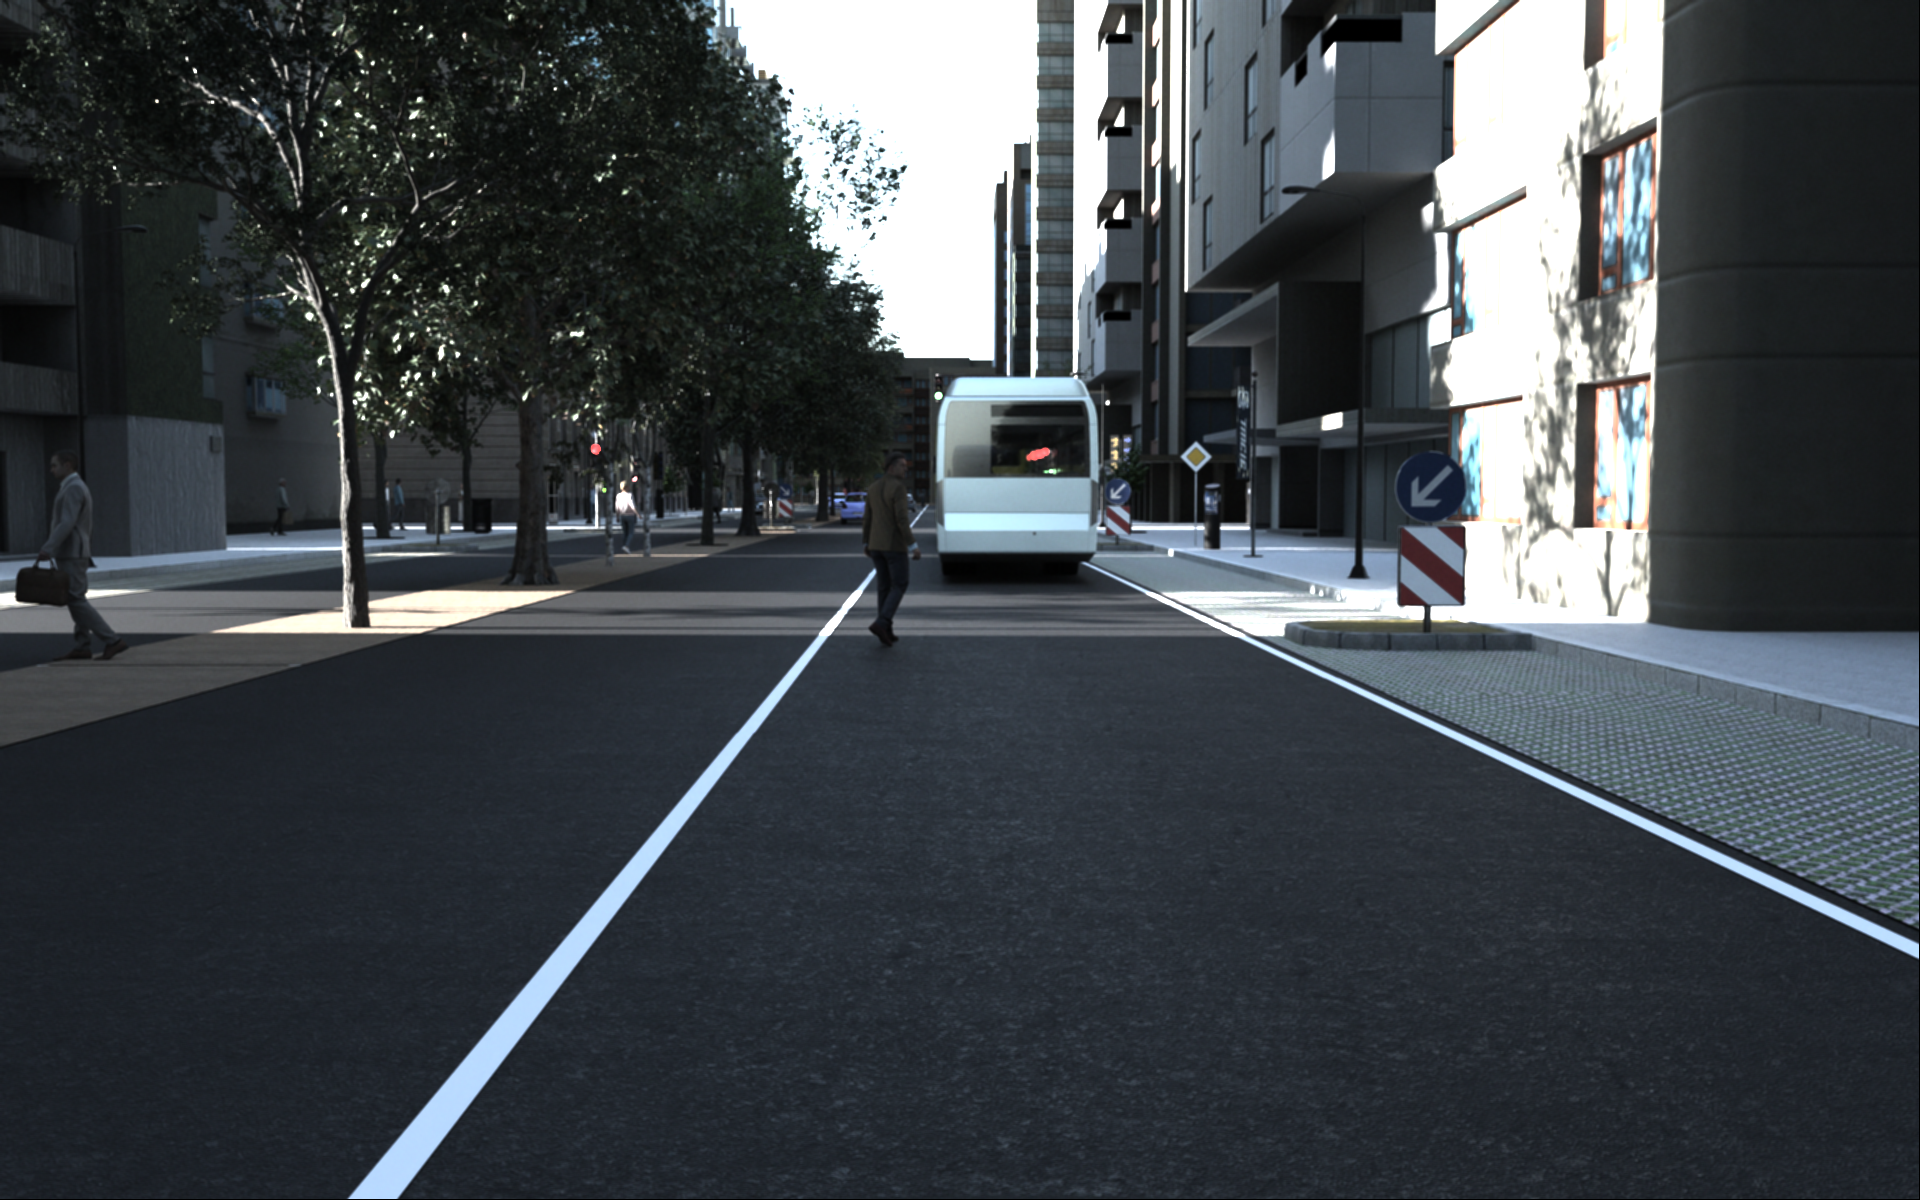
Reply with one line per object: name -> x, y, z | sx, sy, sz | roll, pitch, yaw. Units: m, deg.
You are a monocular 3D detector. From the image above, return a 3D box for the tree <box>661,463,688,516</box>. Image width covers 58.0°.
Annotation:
tree -> -16.774, -6.444, 99.960 | 1.663, 3.219, 1.824 | 0, 3, 0

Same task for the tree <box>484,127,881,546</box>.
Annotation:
tree -> -6.872, -7.289, 47.388 | 9.928, 11.665, 9.643 | 0, 3, 0

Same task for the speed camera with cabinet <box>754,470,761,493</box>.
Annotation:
speed camera with cabinet -> -16.541, -9.043, 142.187 | 0.660, 3.252, 2.038 | 0, 4, 3

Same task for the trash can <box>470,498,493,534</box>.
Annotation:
trash can -> -15.584, -2.740, 56.447 | 0.748, 1.137, 0.748 | 0, 3, 0

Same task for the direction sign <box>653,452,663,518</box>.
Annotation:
direction sign -> -16.209, -6.180, 93.044 | 0.379, 3.537, 0.876 | -3, 5, -43

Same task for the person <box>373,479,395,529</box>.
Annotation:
person -> -21.249, -3.526, 63.802 | 0.850, 1.850, 0.679 | 1, 4, 12

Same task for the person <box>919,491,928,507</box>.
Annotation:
person -> -4.173, -11.483, 196.322 | 1.350, 1.814, 0.705 | -3, 5, -44

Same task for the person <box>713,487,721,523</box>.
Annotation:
person -> -12.245, -4.701, 85.763 | 0.834, 1.777, 0.661 | 1, 4, 13

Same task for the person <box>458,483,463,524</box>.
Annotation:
person -> -21.078, -4.093, 73.512 | 0.519, 1.759, 0.362 | 0, 4, -2

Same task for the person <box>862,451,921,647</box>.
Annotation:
person -> -0.660, -0.495, 16.511 | 0.656, 1.842, 0.836 | 1, 4, 16

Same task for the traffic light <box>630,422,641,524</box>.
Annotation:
traffic light -> -11.783, -6.071, 73.924 | 4.771, 5.953, 1.251 | 0, 4, -1

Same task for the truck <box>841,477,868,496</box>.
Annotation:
truck -> -11.671, -12.532, 193.808 | 2.839, 4.237, 11.283 | 0, 4, -1

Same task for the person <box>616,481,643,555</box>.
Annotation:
person -> -7.824, -1.936, 40.819 | 0.731, 1.740, 0.598 | 1, 4, 10

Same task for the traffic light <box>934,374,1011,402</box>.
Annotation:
traffic light -> 1.404, -5.583, 65.956 | 4.771, 5.953, 1.251 | 0, 4, -1

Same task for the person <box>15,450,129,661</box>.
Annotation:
person -> -7.629, -0.382, 14.865 | 0.853, 1.813, 0.709 | -2, 4, -26

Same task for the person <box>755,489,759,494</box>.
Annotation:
person -> -14.336, -6.990, 122.975 | 0.728, 1.800, 0.709 | 2, 4, 33

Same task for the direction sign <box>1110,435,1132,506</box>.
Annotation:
direction sign -> 6.186, -4.562, 66.585 | 0.876, 3.537, 0.379 | 2, 4, 27

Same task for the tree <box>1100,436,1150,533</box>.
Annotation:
tree -> 5.708, -3.845, 57.462 | 1.663, 3.219, 1.824 | 0, 3, 0

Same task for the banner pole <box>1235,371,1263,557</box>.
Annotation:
banner pole -> 5.822, -2.756, 35.074 | 0.401, 3.779, 0.863 | 3, 5, 44

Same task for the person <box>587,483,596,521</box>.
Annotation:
person -> -17.404, -4.622, 81.876 | 0.793, 1.790, 0.793 | 0, 4, -2

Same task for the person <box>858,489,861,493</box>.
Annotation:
person -> -7.039, -6.838, 120.528 | 0.641, 1.798, 0.478 | 2, 4, 30

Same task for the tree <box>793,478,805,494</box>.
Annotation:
tree -> -17.545, -11.345, 180.091 | 1.663, 3.219, 1.824 | 0, 3, 0

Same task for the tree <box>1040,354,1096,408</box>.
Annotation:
tree -> 5.263, -8.649, 91.769 | 4.737, 8.622, 4.395 | 0, 3, 0

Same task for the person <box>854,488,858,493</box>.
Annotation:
person -> -5.913, -5.341, 96.181 | 0.716, 1.782, 0.532 | 3, 4, 38

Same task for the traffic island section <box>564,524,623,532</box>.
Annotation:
traffic island section -> -13.805, -2.675, 66.010 | 2.009, 0.180, 2.903 | 0, 4, -1

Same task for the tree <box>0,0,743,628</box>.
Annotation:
tree -> -6.434, -4.996, 18.554 | 8.767, 10.594, 7.601 | 0, 4, -1

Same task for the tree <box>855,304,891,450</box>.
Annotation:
tree -> -7.255, -8.545, 59.178 | 9.611, 12.733, 9.660 | 0, 3, 0

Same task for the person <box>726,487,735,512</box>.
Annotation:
person -> -16.497, -7.193, 123.995 | 0.623, 1.781, 0.721 | 3, 4, 38

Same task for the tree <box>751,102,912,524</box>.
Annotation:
tree -> -8.930, -13.462, 78.445 | 12.611, 20.169, 13.585 | 0, 3, 0

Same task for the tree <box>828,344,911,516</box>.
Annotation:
tree -> -8.214, -12.153, 111.520 | 12.009, 13.543, 11.850 | 0, 3, 0

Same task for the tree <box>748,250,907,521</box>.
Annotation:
tree -> -7.193, -11.062, 89.972 | 9.857, 13.997, 8.962 | 0, 3, 0

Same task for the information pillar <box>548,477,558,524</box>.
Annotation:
information pillar -> -17.304, -4.229, 73.630 | 0.304, 2.012, 0.304 | 1, 4, 11

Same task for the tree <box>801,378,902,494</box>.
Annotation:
tree -> -8.403, -13.174, 135.985 | 7.486, 12.596, 7.792 | 0, 3, 0

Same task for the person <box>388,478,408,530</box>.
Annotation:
person -> -19.930, -3.387, 61.276 | 0.748, 1.841, 0.638 | -1, 4, -19

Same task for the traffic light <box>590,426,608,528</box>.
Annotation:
traffic light -> -13.765, -4.707, 65.876 | 0.839, 4.253, 0.868 | 0, 4, -1

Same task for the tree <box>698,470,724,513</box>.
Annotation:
tree -> -16.799, -7.515, 117.473 | 1.663, 3.219, 1.824 | 0, 3, 0

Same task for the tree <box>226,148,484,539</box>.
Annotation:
tree -> -16.663, -7.562, 49.387 | 9.928, 11.665, 9.643 | 0, 3, 0

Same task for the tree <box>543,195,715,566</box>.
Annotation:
tree -> -6.977, -4.988, 34.370 | 4.360, 8.622, 3.978 | 0, 3, 0

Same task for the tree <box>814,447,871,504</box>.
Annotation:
tree -> -8.328, -10.808, 129.524 | 4.737, 8.622, 4.395 | 0, 3, 0

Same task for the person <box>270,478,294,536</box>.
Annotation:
person -> -20.939, -2.869, 53.435 | 0.782, 1.767, 0.515 | 3, 5, 45

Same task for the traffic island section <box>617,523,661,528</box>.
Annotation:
traffic island section -> -13.914, -3.163, 73.995 | 2.009, 0.180, 2.903 | 0, 4, -1

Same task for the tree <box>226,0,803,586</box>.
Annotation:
tree -> -6.778, -6.588, 27.176 | 9.611, 12.733, 9.660 | 0, 3, 0

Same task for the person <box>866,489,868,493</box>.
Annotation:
person -> -7.100, -7.634, 133.293 | 0.573, 1.828, 0.580 | 0, 4, 4

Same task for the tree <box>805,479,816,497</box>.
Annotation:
tree -> -18.711, -13.473, 214.890 | 1.663, 3.219, 1.824 | 0, 3, 0
